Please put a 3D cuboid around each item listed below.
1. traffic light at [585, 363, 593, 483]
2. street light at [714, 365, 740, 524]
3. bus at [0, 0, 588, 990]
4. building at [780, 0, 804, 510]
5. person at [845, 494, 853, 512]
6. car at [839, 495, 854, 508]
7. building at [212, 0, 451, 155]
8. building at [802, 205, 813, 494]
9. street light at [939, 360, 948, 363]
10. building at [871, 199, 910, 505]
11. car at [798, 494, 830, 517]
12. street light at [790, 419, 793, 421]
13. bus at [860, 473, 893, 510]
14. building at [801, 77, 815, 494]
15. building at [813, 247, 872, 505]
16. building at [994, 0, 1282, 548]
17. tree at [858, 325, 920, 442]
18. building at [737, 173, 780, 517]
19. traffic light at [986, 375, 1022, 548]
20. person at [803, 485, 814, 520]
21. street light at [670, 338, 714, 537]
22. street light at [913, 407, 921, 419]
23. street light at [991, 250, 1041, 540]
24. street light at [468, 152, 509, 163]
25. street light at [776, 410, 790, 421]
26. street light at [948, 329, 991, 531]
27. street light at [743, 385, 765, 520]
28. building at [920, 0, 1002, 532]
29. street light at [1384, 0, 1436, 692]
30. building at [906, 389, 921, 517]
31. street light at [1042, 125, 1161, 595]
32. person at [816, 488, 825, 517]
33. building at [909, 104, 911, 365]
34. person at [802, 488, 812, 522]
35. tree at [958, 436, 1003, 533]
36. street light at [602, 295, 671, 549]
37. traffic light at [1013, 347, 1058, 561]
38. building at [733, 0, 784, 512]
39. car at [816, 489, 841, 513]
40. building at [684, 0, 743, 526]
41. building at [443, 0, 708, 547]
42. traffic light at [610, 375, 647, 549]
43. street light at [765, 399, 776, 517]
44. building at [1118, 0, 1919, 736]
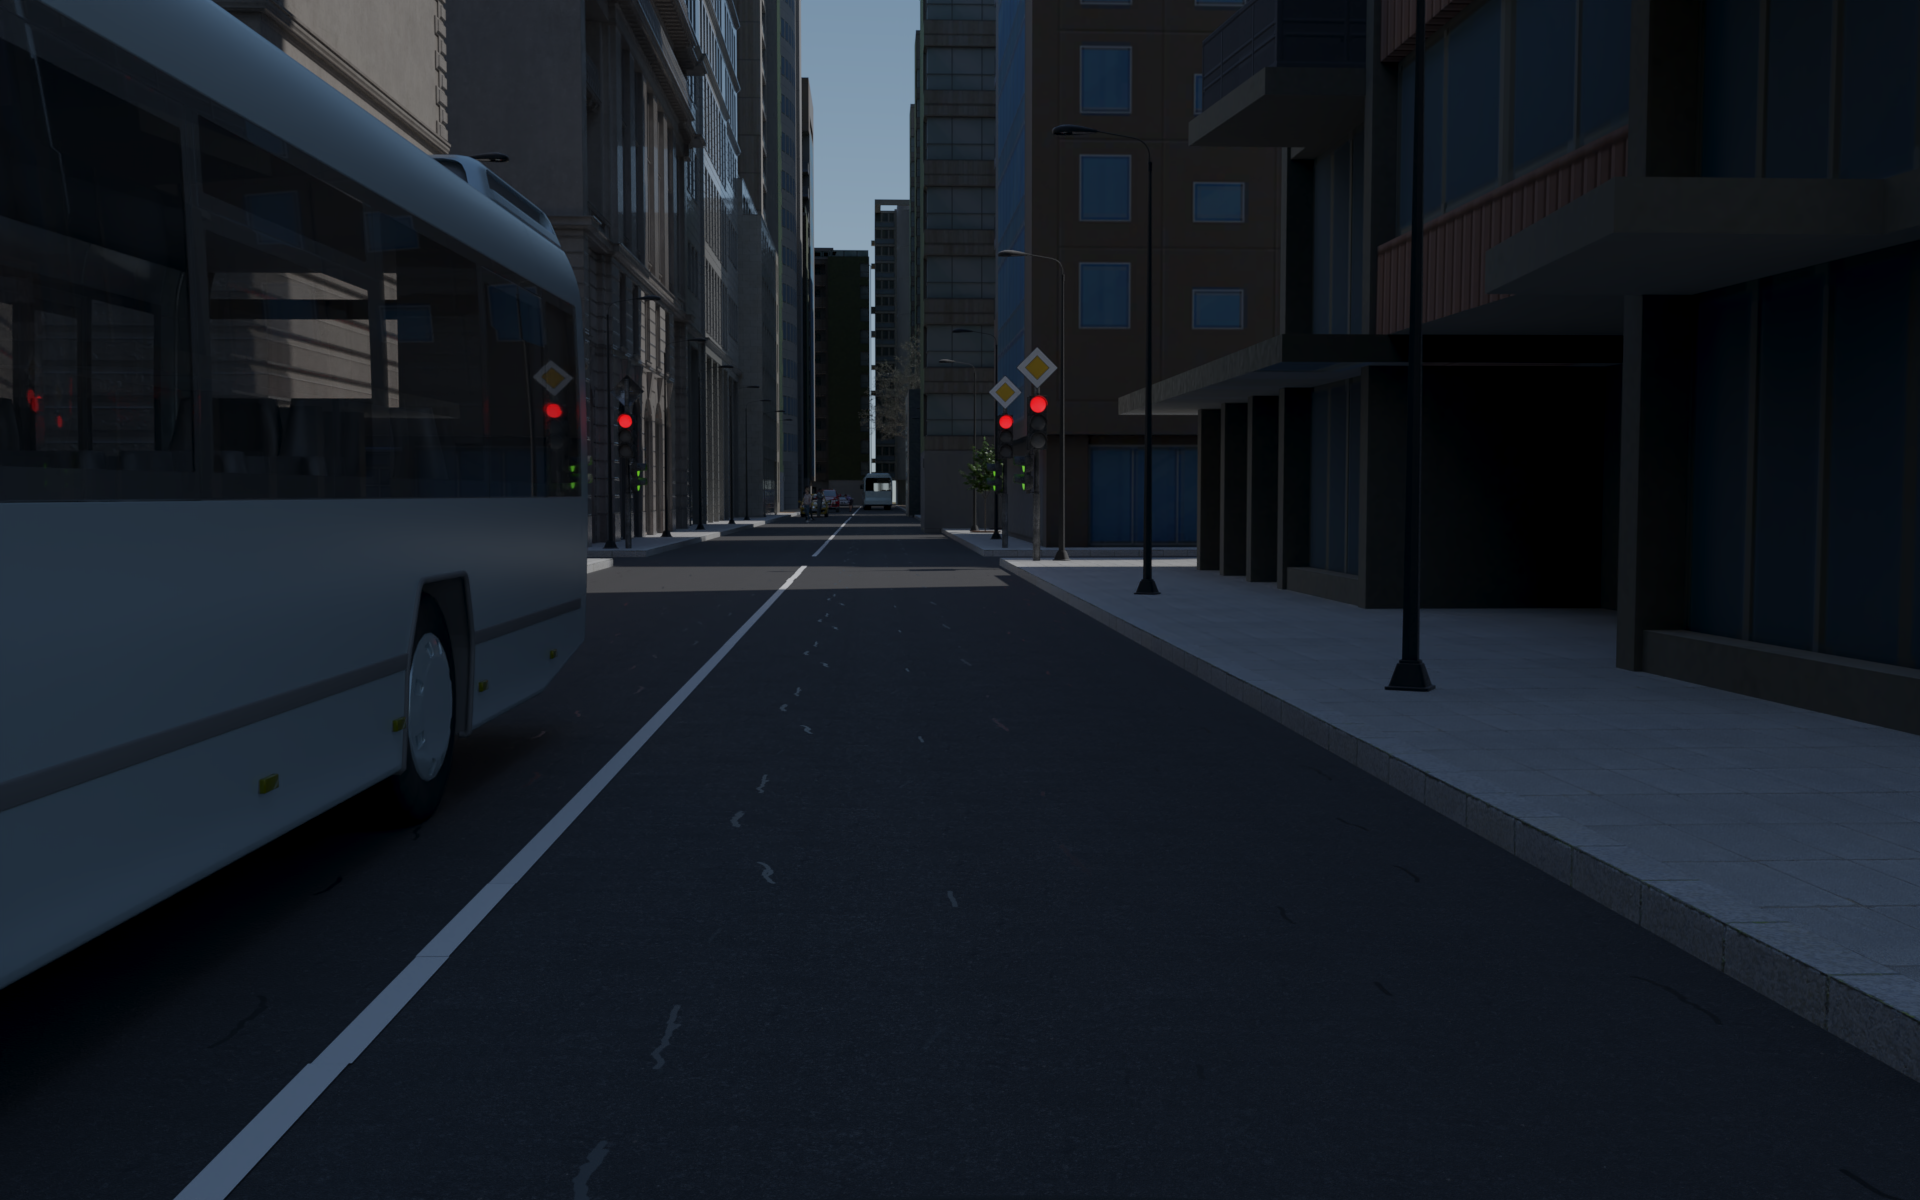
[{"bbox_3d":[-7.397,-2.680,32.742,0.839,4.253,0.868,0,4,-3],"label":"traffic light"},{"bbox_3d":[-8.830,-5.494,62.367,1.470,5.913,1.316,0,4,-3],"label":"street light"},{"bbox_3d":[-3.420,-0.577,4.302,2.948,3.499,13.247,0,4,-2],"label":"bus"},{"bbox_3d":[-24.181,-36.781,143.373,21.231,58.520,28.212,0,4,-3],"label":"building"},{"bbox_3d":[-8.749,-7.625,136.398,0.697,1.427,0.421,0,4,-2],"label":"person"},{"bbox_3d":[-12.040,-10.241,179.801,2.083,1.381,4.827,0,4,-3],"label":"car"},{"bbox_3d":[-18.541,-12.092,26.583,19.941,23.489,11.050,0,4,-3],"label":"building"},{"bbox_3d":[-21.790,-24.118,166.031,14.160,30.474,14.107,0,4,-3],"label":"building"},{"bbox_3d":[-0.036,-5.346,59.952,1.470,5.913,1.316,0,4,-3],"label":"street light"},{"bbox_3d":[0.960,-32.047,215.843,23.993,40.220,32.217,0,4,-3],"label":"building"},{"bbox_3d":[-9.113,-6.012,108.512,2.015,1.641,3.980,0,4,-3],"label":"car"},{"bbox_3d":[-11.010,-8.221,106.954,1.470,5.913,1.316,0,4,-3],"label":"street light"},{"bbox_3d":[-7.738,-10.148,160.786,2.948,3.499,13.247,0,4,-4],"label":"bus"},{"bbox_3d":[-22.752,-32.600,183.122,14.200,45.320,14.600,0,4,-3],"label":"building"},{"bbox_3d":[-17.594,-26.551,205.805,14.107,30.474,14.160,0,4,-3],"label":"building"},{"bbox_3d":[8.427,-24.271,46.942,14.200,45.320,14.600,0,4,-3],"label":"building"},{"bbox_3d":[-2.149,-12.961,122.278,12.009,13.543,11.850,0,3,0],"label":"tree"},{"bbox_3d":[-16.398,-15.156,102.550,10.420,20.320,16.860,0,4,-3],"label":"building"},{"bbox_3d":[1.052,-3.196,41.176,0.839,4.253,0.868,0,4,-3],"label":"traffic light"},{"bbox_3d":[-8.240,-5.288,94.315,0.648,1.900,0.474,2,4,35],"label":"person"},{"bbox_3d":[-8.227,-4.834,51.583,1.470,5.913,1.316,0,4,-3],"label":"street light"},{"bbox_3d":[-1.634,-7.326,92.316,1.470,5.913,1.316,0,4,-3],"label":"street light"},{"bbox_3d":[1.418,-3.709,33.186,1.470,5.913,1.316,0,4,-3],"label":"street light"},{"bbox_3d":[-6.832,-3.128,23.691,1.470,5.913,1.316,0,4,-3],"label":"street light"},{"bbox_3d":[-10.355,-7.542,95.846,1.470,5.913,1.316,0,4,-3],"label":"street light"},{"bbox_3d":[0.484,-4.663,48.774,1.470,5.913,1.316,0,4,-3],"label":"street light"},{"bbox_3d":[-9.240,-6.210,74.072,1.470,5.913,1.316,0,4,-3],"label":"street light"},{"bbox_3d":[5.348,-23.645,70.184,14.154,41.232,14.086,0,4,-3],"label":"building"},{"bbox_3d":[2.421,-2.364,11.197,1.470,5.913,1.316,0,4,-3],"label":"street light"},{"bbox_3d":[8.261,-48.122,99.472,22.319,86.520,31.000,0,4,-3],"label":"building"},{"bbox_3d":[1.858,-3.024,21.984,1.470,5.913,1.316,0,4,-3],"label":"street light"},{"bbox_3d":[-8.540,-5.960,106.123,0.466,1.800,0.511,1,4,10],"label":"person"},{"bbox_3d":[2.877,-28.959,157.077,14.154,41.232,14.086,0,4,-3],"label":"building"},{"bbox_3d":[-7.691,-4.791,87.500,0.731,1.740,0.598,2,4,34],"label":"person"},{"bbox_3d":[0.717,-3.851,57.566,1.663,3.219,1.824,0,3,0],"label":"tree"},{"bbox_3d":[-7.686,-4.163,40.613,1.470,5.913,1.316,0,4,-3],"label":"street light"},{"bbox_3d":[1.453,-2.708,33.201,0.839,4.253,0.868,0,4,-3],"label":"traffic light"},{"bbox_3d":[-19.933,-26.812,121.971,14.154,41.232,14.086,0,4,-3],"label":"building"},{"bbox_3d":[-10.490,-7.804,136.265,2.281,1.827,5.304,0,4,-4],"label":"car"},{"bbox_3d":[-16.672,-18.437,78.930,11.434,29.767,29.804,0,4,-3],"label":"building"},{"bbox_3d":[-15.357,-12.860,52.058,13.314,21.916,24.055,0,4,-3],"label":"building"},{"bbox_3d":[-7.798,-3.168,40.717,0.839,4.253,0.868,0,4,-3],"label":"traffic light"},{"bbox_3d":[-9.918,-6.869,84.853,1.470,5.913,1.316,0,4,-3],"label":"street light"},{"bbox_3d":[14.251,-22.102,15.995,22.147,44.769,28.867,0,4,-3],"label":"building"}]
